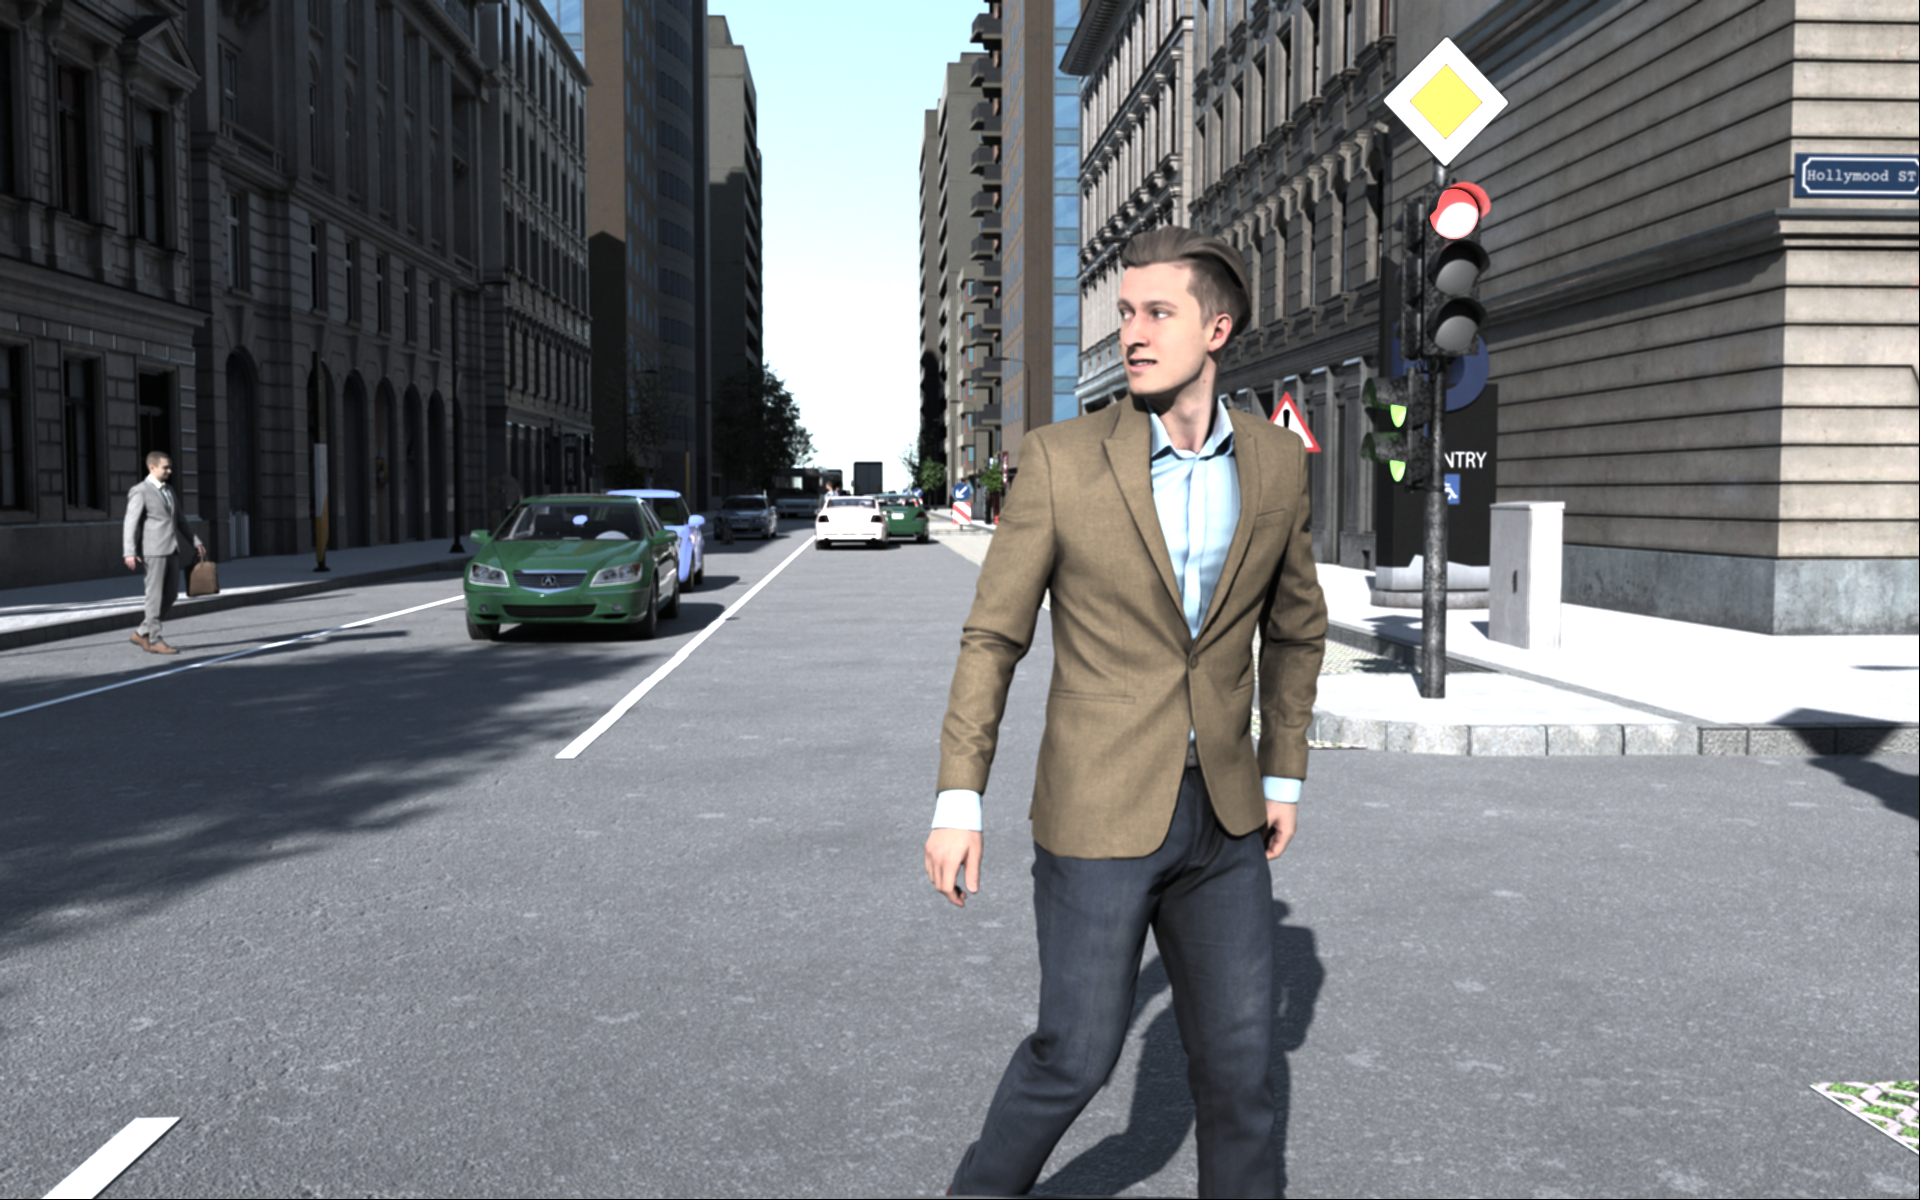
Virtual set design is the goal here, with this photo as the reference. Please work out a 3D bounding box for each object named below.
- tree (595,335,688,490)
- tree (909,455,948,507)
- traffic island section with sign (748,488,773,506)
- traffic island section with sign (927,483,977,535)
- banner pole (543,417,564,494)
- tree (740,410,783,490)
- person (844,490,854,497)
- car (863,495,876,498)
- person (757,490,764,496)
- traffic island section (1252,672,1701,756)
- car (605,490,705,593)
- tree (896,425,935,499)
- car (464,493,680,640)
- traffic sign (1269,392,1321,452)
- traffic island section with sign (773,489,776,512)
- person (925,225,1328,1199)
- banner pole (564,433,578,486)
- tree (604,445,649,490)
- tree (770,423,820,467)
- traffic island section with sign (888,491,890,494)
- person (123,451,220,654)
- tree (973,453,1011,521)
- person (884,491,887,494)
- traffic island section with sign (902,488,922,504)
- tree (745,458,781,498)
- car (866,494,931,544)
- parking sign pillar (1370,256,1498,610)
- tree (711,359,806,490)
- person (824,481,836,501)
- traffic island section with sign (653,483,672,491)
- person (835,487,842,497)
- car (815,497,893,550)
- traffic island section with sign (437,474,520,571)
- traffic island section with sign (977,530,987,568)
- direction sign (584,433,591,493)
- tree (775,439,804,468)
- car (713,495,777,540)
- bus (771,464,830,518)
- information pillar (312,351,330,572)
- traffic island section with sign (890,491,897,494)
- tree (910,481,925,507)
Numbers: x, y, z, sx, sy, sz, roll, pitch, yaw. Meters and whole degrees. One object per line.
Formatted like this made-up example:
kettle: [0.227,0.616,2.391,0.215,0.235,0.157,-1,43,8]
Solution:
tree: [-14.294,-7.881,79.222,4.360,8.622,3.978,0,3,0]
tree: [-2.705,-10.022,147.571,4.285,4.588,4.351,0,3,0]
traffic island section with sign: [-13.052,-6.175,109.583,1.989,1.847,2.006,0,4,-3]
traffic island section with sign: [-0.097,-3.184,60.688,1.989,1.847,2.006,0,4,-3]
banner pole: [-13.466,-4.086,56.817,0.401,3.779,0.863,-3,4,-37]
tree: [-17.493,-12.291,151.318,4.360,8.622,3.978,0,3,0]
person: [-8.190,-7.238,127.557,1.217,1.743,0.721,-1,4,-10]
car: [-5.605,-6.064,111.513,2.083,1.381,4.827,0,4,-4]
person: [-10.333,-4.880,89.762,0.593,1.643,0.415,2,4,24]
traffic island section: [3.005,0.694,10.927,2.009,0.180,2.903,0,4,-3]
car: [-4.801,-1.013,26.147,1.945,1.707,3.694,0,4,-5]
tree: [-4.333,-14.056,180.173,4.360,8.622,3.978,0,3,0]
car: [-4.051,-0.415,18.591,2.131,1.459,4.920,0,4,-5]
traffic sign: [4.159,-1.354,22.141,0.884,2.594,0.081,0,4,3]
traffic island section with sign: [-14.600,-7.862,137.167,1.989,1.847,2.006,0,4,-3]
person: [0.266,0.344,2.781,0.836,1.842,0.656,3,5,41]
banner pole: [-14.255,-4.447,62.731,0.863,3.779,0.401,-2,4,-28]
tree: [-13.048,-4.538,68.796,1.663,3.219,1.824,0,3,0]
tree: [-23.241,-19.051,237.232,9.928,11.665,9.643,0,3,0]
traffic island section with sign: [-7.488,-11.285,193.130,1.989,1.847,2.006,0,4,-3]
person: [-7.163,-0.424,15.550,0.853,1.813,0.709,1,4,10]
tree: [1.662,-5.320,81.583,1.663,3.219,1.824,0,3,0]
person: [-8.999,-12.461,212.108,0.599,1.838,0.709,1,4,21]
traffic island section with sign: [-2.833,-6.184,109.729,1.989,1.847,2.006,0,4,-3]
tree: [-17.694,-10.544,156.104,4.285,4.588,4.351,0,3,0]
car: [-1.886,-2.390,50.880,2.131,1.459,4.920,0,4,-3]
parking sign pillar: [5.454,-1.915,19.782,1.447,3.967,1.447,-1,4,-14]
tree: [-19.311,-15.635,162.289,9.857,13.997,8.962,0,3,0]
person: [-3.881,-2.678,52.386,0.778,1.811,0.616,1,4,20]
traffic island section with sign: [-10.302,-3.147,60.081,1.989,1.847,2.006,0,4,-3]
person: [-6.860,-5.461,97.650,0.599,1.838,0.709,2,4,31]
car: [-2.829,-2.051,45.904,2.083,1.381,4.827,0,4,-1]
traffic island section with sign: [-8.790,-1.501,33.168,1.989,1.847,2.006,0,4,-3]
traffic island section with sign: [1.427,-1.513,33.361,1.989,1.847,2.006,0,4,-3]
direction sign: [-13.973,-4.464,64.979,0.379,3.537,0.876,-2,4,-26]
tree: [-20.444,-15.370,201.657,4.737,8.622,4.395,0,3,0]
car: [-6.852,-2.666,55.587,2.014,1.417,4.499,0,4,-2]
bus: [-9.566,-6.784,105.776,2.948,3.499,13.247,0,4,-2]
information pillar: [-10.574,-2.281,28.642,0.183,3.616,0.504,0,4,-6]
traffic island section with sign: [-4.393,-7.896,137.724,1.989,1.847,2.006,0,4,-3]
tree: [-4.082,-10.914,173.045,1.663,3.219,1.824,0,3,0]
